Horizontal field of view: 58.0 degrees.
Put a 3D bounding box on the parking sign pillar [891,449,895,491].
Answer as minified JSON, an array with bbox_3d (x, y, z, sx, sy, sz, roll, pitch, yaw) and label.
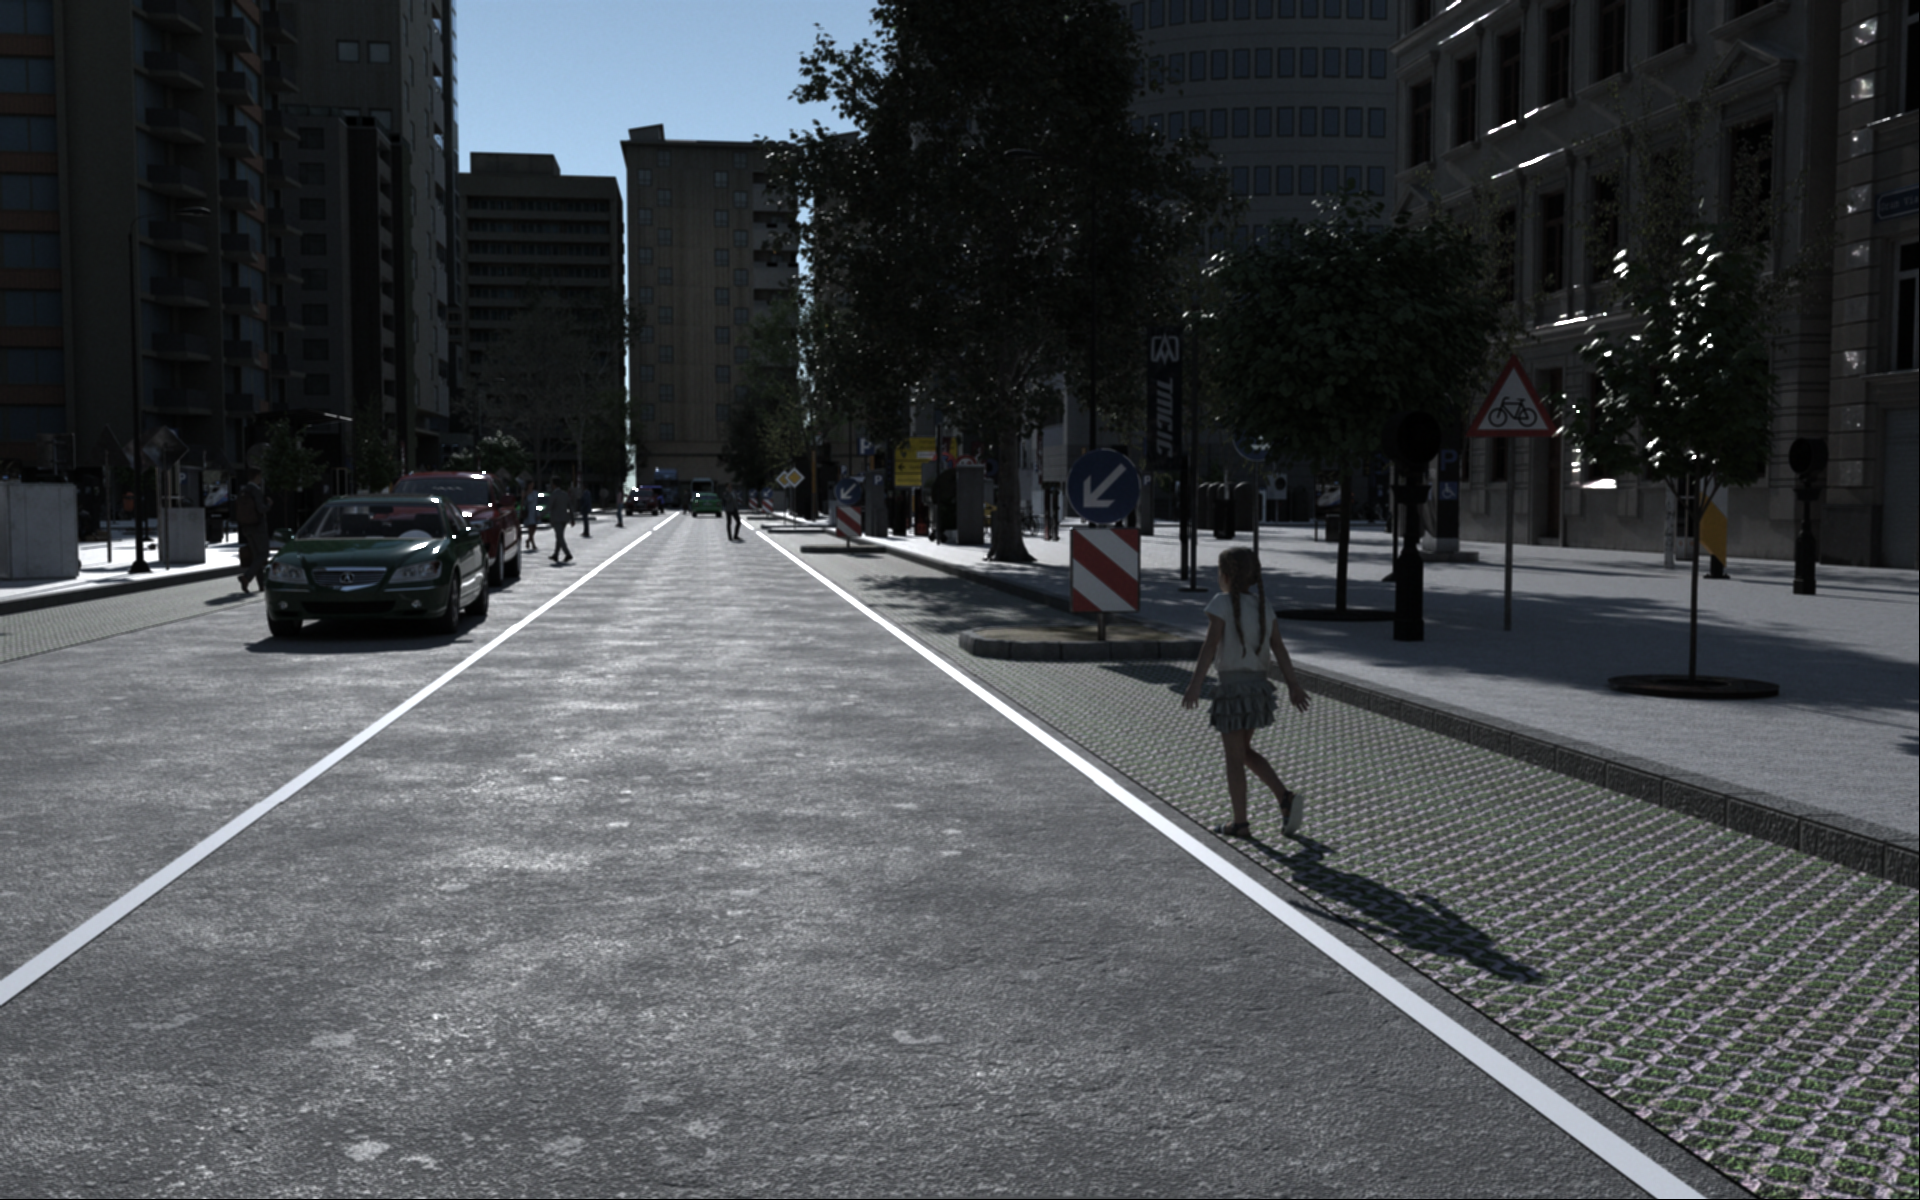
[{"bbox_3d":[-3.669,-7.004,102.988,1.447,3.967,1.447,1,4,22],"label":"parking sign pillar"}]

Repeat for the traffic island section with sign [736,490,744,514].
[{"bbox_3d":[-14.906,-7.041,123.756,1.989,1.847,2.006,-1,4,-8],"label":"traffic island section with sign"}]

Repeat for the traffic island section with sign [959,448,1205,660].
[{"bbox_3d":[1.034,-0.439,15.803,1.989,1.847,2.006,-1,4,-8],"label":"traffic island section with sign"}]

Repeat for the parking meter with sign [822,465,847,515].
[{"bbox_3d":[-7.692,-6.693,105.692,1.738,3.016,0.543,3,5,42],"label":"parking meter with sign"}]

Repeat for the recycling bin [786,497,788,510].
[{"bbox_3d":[-14.588,-7.922,142.080,0.722,1.027,0.722,-2,4,-34],"label":"recycling bin"}]

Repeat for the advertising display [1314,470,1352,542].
[{"bbox_3d":[10.008,-2.525,46.503,0.974,1.923,0.123,1,4,8],"label":"advertising display"}]

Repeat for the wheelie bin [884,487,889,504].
[{"bbox_3d":[-3.329,-4.221,76.914,0.693,1.594,0.980,-1,4,-15],"label":"wheelie bin"}]

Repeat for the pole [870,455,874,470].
[{"bbox_3d":[-3.157,-4.184,62.260,0.158,3.312,0.155,0,3,0],"label":"pole"}]

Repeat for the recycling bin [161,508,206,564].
[{"bbox_3d":[-14.394,-1.197,32.133,0.722,1.027,0.722,-1,4,-23],"label":"recycling bin"}]

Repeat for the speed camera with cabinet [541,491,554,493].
[{"bbox_3d":[-31.323,-8.437,132.284,2.038,3.252,0.660,0,4,7],"label":"speed camera with cabinet"}]

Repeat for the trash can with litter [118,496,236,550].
[{"bbox_3d":[-18.482,-1.801,40.508,1.678,1.210,2.233,1,4,16],"label":"trash can with litter"}]

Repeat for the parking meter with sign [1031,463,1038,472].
[{"bbox_3d":[3.675,-6.125,96.398,0.543,3.016,1.738,-3,4,-37],"label":"parking meter with sign"}]

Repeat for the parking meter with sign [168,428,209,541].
[{"bbox_3d":[-20.790,-3.093,46.824,0.543,3.016,1.738,1,4,11],"label":"parking meter with sign"}]

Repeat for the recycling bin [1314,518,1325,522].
[{"bbox_3d":[16.593,-4.053,78.814,0.722,1.027,0.722,-2,4,-23],"label":"recycling bin"}]

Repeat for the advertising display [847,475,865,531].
[{"bbox_3d":[-3.400,-3.322,59.522,0.974,1.923,0.123,-1,4,-22],"label":"advertising display"}]

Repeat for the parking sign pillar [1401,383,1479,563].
[{"bbox_3d":[9.184,-2.726,33.044,1.447,3.967,1.447,0,4,3],"label":"parking sign pillar"}]

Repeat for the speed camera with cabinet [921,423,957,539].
[{"bbox_3d":[-0.522,-3.332,48.815,0.660,3.252,2.038,1,4,17],"label":"speed camera with cabinet"}]

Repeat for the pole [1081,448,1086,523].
[{"bbox_3d":[5.438,-5.037,76.202,0.158,3.312,0.155,0,3,0],"label":"pole"}]

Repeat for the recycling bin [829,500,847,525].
[{"bbox_3d":[-5.021,-3.615,71.666,0.722,1.027,0.722,-1,4,-15],"label":"recycling bin"}]

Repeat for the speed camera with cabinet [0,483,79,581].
[{"bbox_3d":[-14.272,-1.915,25.652,0.660,3.252,2.038,3,5,45],"label":"speed camera with cabinet"}]

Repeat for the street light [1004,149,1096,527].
[{"bbox_3d":[1.284,-3.122,23.589,1.470,5.913,1.316,-1,4,-8],"label":"street light"}]

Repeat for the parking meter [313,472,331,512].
[{"bbox_3d":[-15.878,-2.290,43.151,0.255,1.863,0.399,1,4,16],"label":"parking meter"}]

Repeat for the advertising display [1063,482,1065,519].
[{"bbox_3d":[5.426,-5.223,90.602,0.123,1.923,0.974,0,4,5],"label":"advertising display"}]

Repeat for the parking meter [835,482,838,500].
[{"bbox_3d":[-5.613,-4.598,80.885,0.255,1.863,0.399,3,5,43],"label":"parking meter"}]

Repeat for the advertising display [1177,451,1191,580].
[{"bbox_3d":[3.400,-1.279,26.133,0.123,1.923,0.974,1,4,10],"label":"advertising display"}]

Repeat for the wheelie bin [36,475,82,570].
[{"bbox_3d":[-14.904,-1.255,28.435,0.980,1.594,0.693,2,4,25],"label":"wheelie bin"}]

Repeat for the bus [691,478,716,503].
[{"bbox_3d":[-30.913,-13.057,208.336,2.948,3.499,13.247,0,4,-8],"label":"bus"}]

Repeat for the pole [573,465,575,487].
[{"bbox_3d":[-26.916,-7.749,120.541,0.158,3.312,0.155,0,3,0],"label":"pole"}]

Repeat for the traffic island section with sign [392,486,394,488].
[{"bbox_3d":[-12.923,-1.942,40.380,1.989,1.847,2.006,-1,4,-8],"label":"traffic island section with sign"}]

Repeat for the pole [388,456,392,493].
[{"bbox_3d":[-29.444,-5.853,89.543,0.158,3.312,0.155,0,3,0],"label":"pole"}]

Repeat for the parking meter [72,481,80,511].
[{"bbox_3d":[-38.590,-4.285,75.771,0.399,1.863,0.255,-2,4,-31],"label":"parking meter"}]

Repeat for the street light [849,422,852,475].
[{"bbox_3d":[-4.558,-5.561,63.471,1.470,5.913,1.316,-1,4,-8],"label":"street light"}]

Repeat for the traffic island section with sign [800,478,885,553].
[{"bbox_3d":[-2.904,-2.070,42.470,1.989,1.847,2.006,-1,4,-8],"label":"traffic island section with sign"}]

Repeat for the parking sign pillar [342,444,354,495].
[{"bbox_3d":[-33.238,-6.459,94.081,1.447,3.967,1.447,-1,4,-12],"label":"parking sign pillar"}]

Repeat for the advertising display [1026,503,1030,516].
[{"bbox_3d":[3.487,-5.070,88.108,0.974,1.923,0.123,2,4,31],"label":"advertising display"}]

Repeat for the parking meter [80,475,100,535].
[{"bbox_3d":[-26.080,-2.833,52.037,0.399,1.863,0.255,1,4,14],"label":"parking meter"}]

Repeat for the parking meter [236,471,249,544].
[{"bbox_3d":[-18.339,-2.372,44.485,0.399,1.863,0.255,-1,4,-13],"label":"parking meter"}]

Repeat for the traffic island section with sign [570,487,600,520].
[{"bbox_3d":[-20.954,-5.270,94.785,1.989,1.847,2.006,-1,4,-8],"label":"traffic island section with sign"}]

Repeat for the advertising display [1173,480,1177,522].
[{"bbox_3d":[10.059,-4.601,80.443,0.123,1.923,0.974,1,4,20],"label":"advertising display"}]

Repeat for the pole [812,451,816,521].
[{"bbox_3d":[-6.874,-5.353,81.368,0.158,3.312,0.155,0,3,0],"label":"pole"}]

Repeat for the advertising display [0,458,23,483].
[{"bbox_3d":[-17.191,-1.579,31.038,0.123,1.923,0.974,1,4,14],"label":"advertising display"}]

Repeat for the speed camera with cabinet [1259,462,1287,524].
[{"bbox_3d":[13.028,-4.893,74.329,2.038,3.252,0.660,-2,4,-25],"label":"speed camera with cabinet"}]

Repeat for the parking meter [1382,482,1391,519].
[{"bbox_3d":[21.112,-4.892,85.693,0.399,1.863,0.255,-3,4,-38],"label":"parking meter"}]

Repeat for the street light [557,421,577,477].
[{"bbox_3d":[-25.016,-8.419,110.197,1.470,5.913,1.316,-1,4,-8],"label":"street light"}]

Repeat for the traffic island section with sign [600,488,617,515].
[{"bbox_3d":[-24.899,-6.901,121.451,1.989,1.847,2.006,-1,4,-8],"label":"traffic island section with sign"}]

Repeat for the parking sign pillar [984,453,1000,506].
[{"bbox_3d":[1.557,-6.390,92.941,1.447,3.967,1.447,0,4,-4],"label":"parking sign pillar"}]

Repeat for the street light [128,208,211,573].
[{"bbox_3d":[-12.852,-3.403,28.177,1.470,5.913,1.316,-1,4,-8],"label":"street light"}]

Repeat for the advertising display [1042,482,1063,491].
[{"bbox_3d":[4.701,-5.149,89.394,0.974,1.923,0.123,1,4,16],"label":"advertising display"}]

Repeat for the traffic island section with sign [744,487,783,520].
[{"bbox_3d":[-10.867,-5.371,96.439,1.989,1.847,2.006,-1,4,-8],"label":"traffic island section with sign"}]

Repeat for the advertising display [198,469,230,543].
[{"bbox_3d":[-19.702,-2.481,45.780,0.123,1.923,0.974,1,4,19],"label":"advertising display"}]

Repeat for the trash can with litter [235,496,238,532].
[{"bbox_3d":[-24.092,-2.883,58.190,2.233,1.210,1.678,1,4,11],"label":"trash can with litter"}]

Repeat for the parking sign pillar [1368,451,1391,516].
[{"bbox_3d":[21.546,-6.123,88.576,1.447,3.967,1.447,1,4,14],"label":"parking sign pillar"}]

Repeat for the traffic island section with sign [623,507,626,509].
[{"bbox_3d":[-32.237,-9.938,171.114,1.989,1.847,2.006,-1,4,-8],"label":"traffic island section with sign"}]

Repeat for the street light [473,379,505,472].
[{"bbox_3d":[-19.045,-5.958,69.952,1.470,5.913,1.316,-1,4,-8],"label":"street light"}]

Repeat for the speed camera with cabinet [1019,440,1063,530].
[{"bbox_3d":[2.889,-4.336,65.231,0.660,3.252,2.038,-3,4,-38],"label":"speed camera with cabinet"}]
